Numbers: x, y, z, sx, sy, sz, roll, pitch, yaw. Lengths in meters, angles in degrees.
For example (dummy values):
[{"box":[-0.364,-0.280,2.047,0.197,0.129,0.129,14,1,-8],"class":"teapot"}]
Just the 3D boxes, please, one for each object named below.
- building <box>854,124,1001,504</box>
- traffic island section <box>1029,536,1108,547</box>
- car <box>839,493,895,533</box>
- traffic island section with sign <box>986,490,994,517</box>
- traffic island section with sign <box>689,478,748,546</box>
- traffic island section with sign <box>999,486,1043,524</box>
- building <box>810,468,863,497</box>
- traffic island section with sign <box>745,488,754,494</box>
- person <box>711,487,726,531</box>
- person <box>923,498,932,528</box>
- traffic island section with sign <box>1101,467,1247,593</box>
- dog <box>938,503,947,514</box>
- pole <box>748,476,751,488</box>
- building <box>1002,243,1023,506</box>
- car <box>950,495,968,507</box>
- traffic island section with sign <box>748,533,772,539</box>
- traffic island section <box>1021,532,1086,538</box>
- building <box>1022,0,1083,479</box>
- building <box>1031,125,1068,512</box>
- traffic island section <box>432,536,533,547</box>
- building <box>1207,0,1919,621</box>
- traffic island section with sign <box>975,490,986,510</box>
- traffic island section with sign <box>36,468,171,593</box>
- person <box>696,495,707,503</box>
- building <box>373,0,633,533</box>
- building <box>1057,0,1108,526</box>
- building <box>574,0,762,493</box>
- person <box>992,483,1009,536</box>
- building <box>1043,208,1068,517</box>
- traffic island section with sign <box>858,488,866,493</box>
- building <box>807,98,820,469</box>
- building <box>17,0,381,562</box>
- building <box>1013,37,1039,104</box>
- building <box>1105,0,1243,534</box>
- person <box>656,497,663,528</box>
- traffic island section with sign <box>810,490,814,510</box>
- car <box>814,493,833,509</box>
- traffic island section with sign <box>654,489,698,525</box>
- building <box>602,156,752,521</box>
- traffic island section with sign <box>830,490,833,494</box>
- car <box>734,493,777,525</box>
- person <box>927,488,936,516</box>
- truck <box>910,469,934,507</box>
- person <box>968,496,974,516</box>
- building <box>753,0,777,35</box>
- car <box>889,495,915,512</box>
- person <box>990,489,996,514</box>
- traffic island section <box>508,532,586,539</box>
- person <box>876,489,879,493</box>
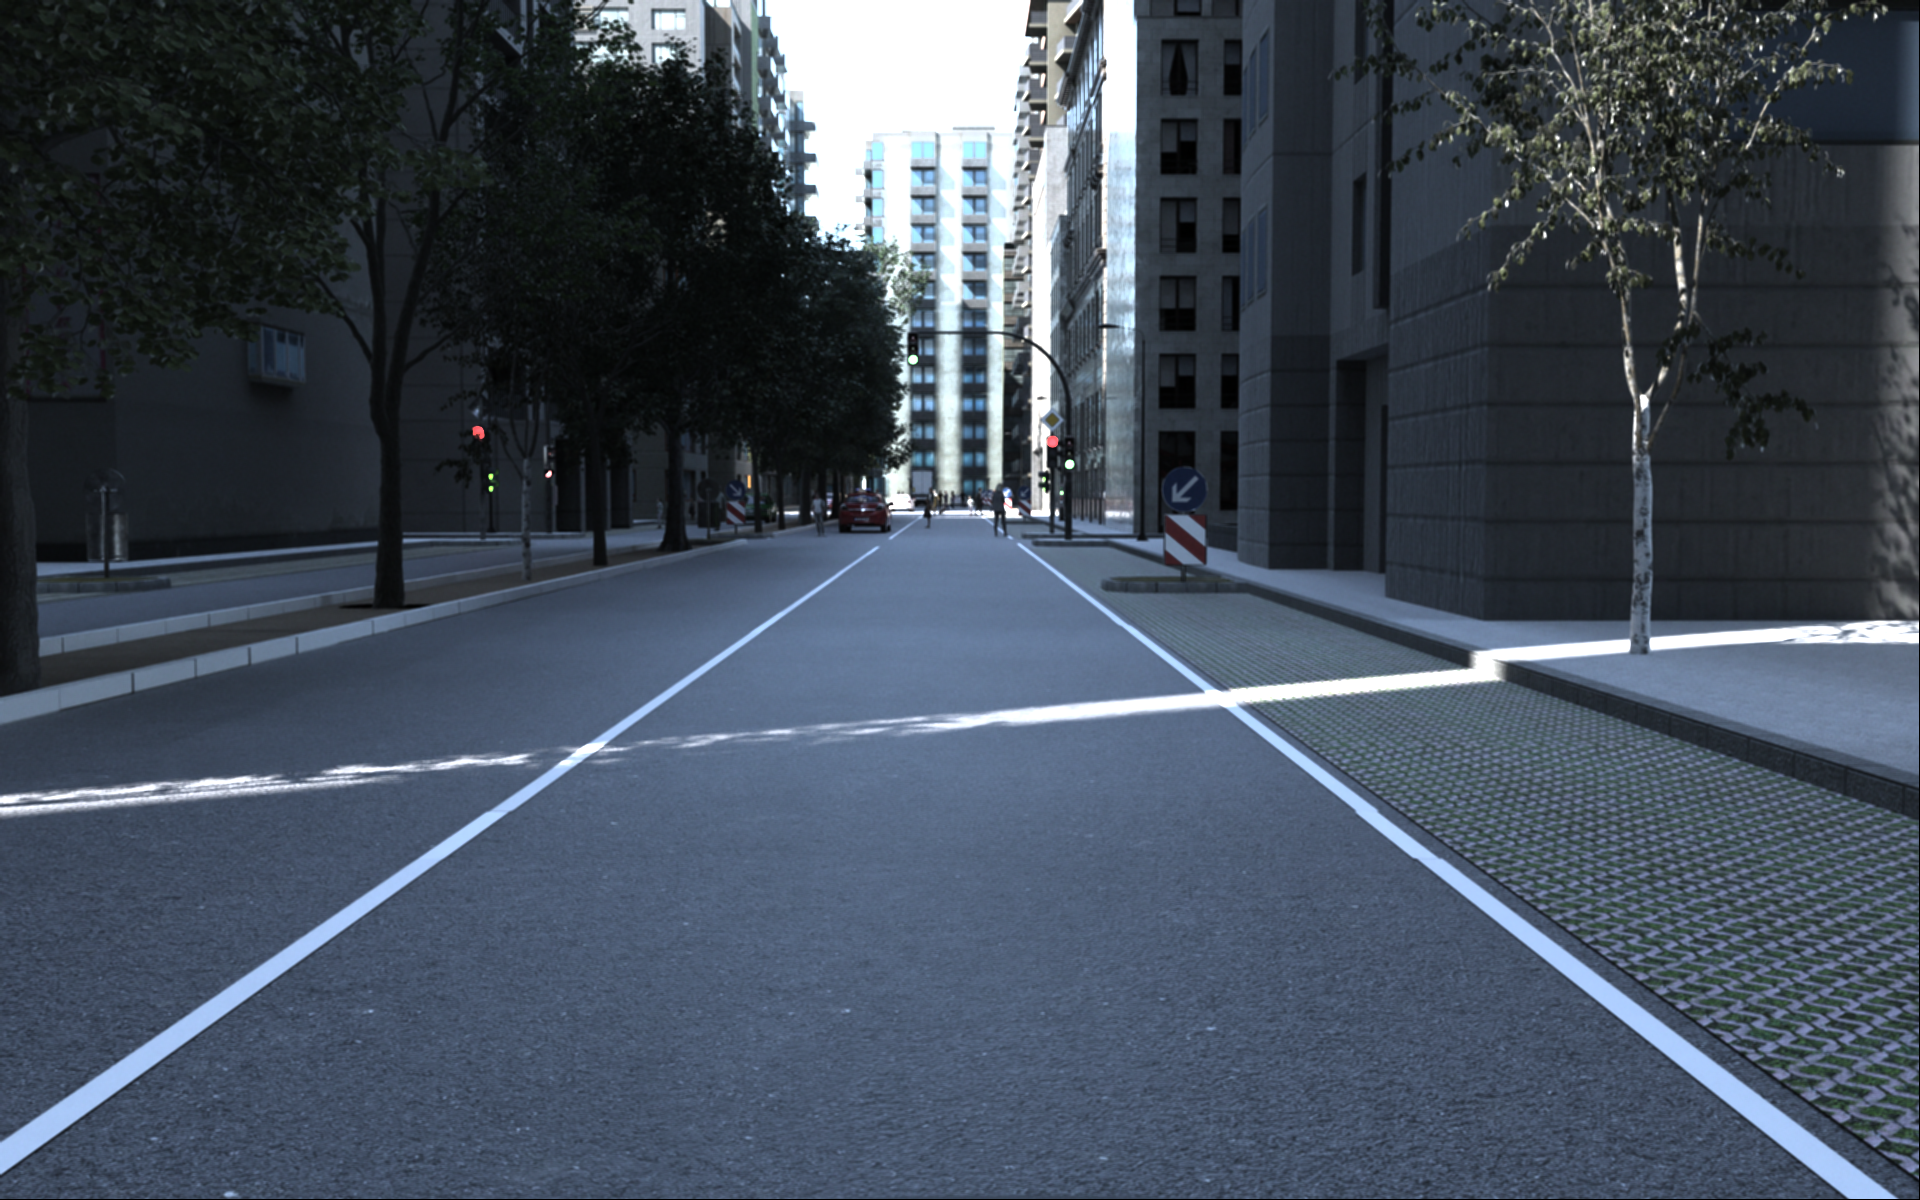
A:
[{"box":[1.691,-37.149,226.996,30.456,49.044,23.786,0,4,0],"class":"building"},{"box":[3.053,-1.610,48.598,2.009,0.180,2.903,0,4,0],"class":"traffic island section"},{"box":[-3.576,-3.466,65.705,2.155,1.783,4.494,0,4,1],"class":"car"},{"box":[2.826,-6.215,110.239,1.989,1.847,2.006,0,4,0],"class":"traffic island section with sign"},{"box":[-7.174,-2.487,48.800,2.006,1.907,1.989,0,4,0],"class":"traffic island section with sign"},{"box":[2.946,-4.524,82.589,1.989,1.847,2.006,0,4,0],"class":"traffic island section with sign"},{"box":[-27.992,-23.501,229.276,28.899,21.520,27.650,0,4,0],"class":"building"},{"box":[-13.291,-6.159,109.321,1.989,1.847,2.006,0,4,0],"class":"traffic island section with sign"},{"box":[-9.285,-3.548,66.998,0.782,1.767,0.515,-3,5,-42],"class":"person"},{"box":[-1.396,-3.703,73.711,0.373,1.253,0.362,0,4,-1],"class":"person"},{"box":[3.139,-1.051,25.815,1.989,1.847,2.006,0,4,0],"class":"traffic island section with sign"},{"box":[-1.298,-6.445,122.209,0.513,0.831,0.800,-2,4,-28],"class":"dog"},{"box":[-15.201,-8.030,125.140,0.158,3.312,0.155,0,3,0],"class":"pole"},{"box":[11.868,-26.209,200.213,14.160,30.474,14.107,0,4,0],"class":"building"},{"box":[-0.149,-11.373,198.303,2.083,1.381,4.827,0,4,2],"class":"car"},{"box":[-7.191,-2.940,56.207,2.006,1.907,1.989,0,4,0],"class":"traffic island section with sign"},{"box":[3.024,-2.098,56.583,2.009,0.180,2.903,0,4,0],"class":"traffic island section"},{"box":[16.582,-30.134,147.321,22.147,44.769,28.867,0,4,0],"class":"building"},{"box":[11.468,-18.547,121.270,12.078,24.808,19.932,0,4,0],"class":"building"},{"box":[-13.389,-1.606,48.544,2.009,0.180,2.903,0,4,0],"class":"traffic island section"},{"box":[15.739,-29.832,29.761,21.231,58.520,28.212,0,4,0],"class":"building"},{"box":[2.571,-10.868,186.317,1.989,1.847,2.006,0,4,0],"class":"traffic island section with sign"},{"box":[-12.982,-1.051,25.811,1.989,1.847,2.006,0,4,0],"class":"traffic island section with sign"},{"box":[-11.339,-4.104,75.805,0.606,1.804,0.583,2,4,29],"class":"person"},{"box":[-23.824,-38.369,65.577,20.563,71.187,20.611,0,4,0],"class":"building"},{"box":[11.480,-17.408,81.887,12.463,27.353,25.104,0,4,0],"class":"building"},{"box":[-23.729,-27.799,138.116,14.154,41.232,14.086,0,4,0],"class":"building"},{"box":[1.347,-3.086,59.138,0.537,1.800,0.526,3,4,37],"class":"person"},{"box":[10.579,-15.186,103.041,10.420,20.320,16.860,0,4,0],"class":"building"},{"box":[-7.472,-7.536,131.346,2.006,1.907,1.989,0,4,0],"class":"traffic island section with sign"},{"box":[-31.330,-35.195,195.046,30.456,49.044,23.786,0,4,0],"class":"building"},{"box":[-26.326,-25.181,35.404,21.600,48.544,21.300,0,4,0],"class":"building"},{"box":[16.750,-34.112,177.334,23.786,49.044,30.456,0,4,0],"class":"building"},{"box":[13.996,-12.593,60.641,16.860,20.320,10.420,0,4,0],"class":"building"},{"box":[-12.475,-3.607,71.753,0.425,1.301,0.394,2,4,34],"class":"person"},{"box":[-13.462,-9.167,158.501,1.989,1.847,2.006,0,4,0],"class":"traffic island section with sign"},{"box":[-10.914,-8.179,142.773,2.155,1.783,4.494,0,3,0],"class":"car"},{"box":[-13.190,-4.435,81.134,1.989,1.847,2.006,0,4,0],"class":"traffic island section with sign"},{"box":[-27.583,-15.580,99.774,27.650,21.520,28.899,0,4,0],"class":"building"},{"box":[-13.558,-10.815,185.456,1.989,1.847,2.006,0,4,0],"class":"traffic island section with sign"},{"box":[-9.753,-4.505,82.459,1.959,1.807,4.718,0,4,-1],"class":"car"},{"box":[-1.858,-6.349,112.290,0.713,1.824,0.794,-2,4,-27],"class":"person"},{"box":[-4.370,-12.842,198.874,2.839,4.237,11.283,0,4,-2],"class":"truck"},{"box":[0.724,-6.256,115.061,0.425,1.301,0.394,0,4,2],"class":"person"},{"box":[-27.604,-33.057,160.093,23.786,49.044,30.456,0,4,0],"class":"building"},{"box":[-4.673,-7.781,139.576,2.083,1.381,4.827,0,4,2],"class":"car"},{"box":[2.233,-6.433,114.262,0.593,1.750,0.643,-2,4,-29],"class":"person"},{"box":[-13.417,-2.095,56.529,2.009,0.180,2.903,0,4,0],"class":"traffic island section"},{"box":[-5.375,-6.279,111.552,0.834,1.777,0.661,0,4,-7],"class":"person"}]
